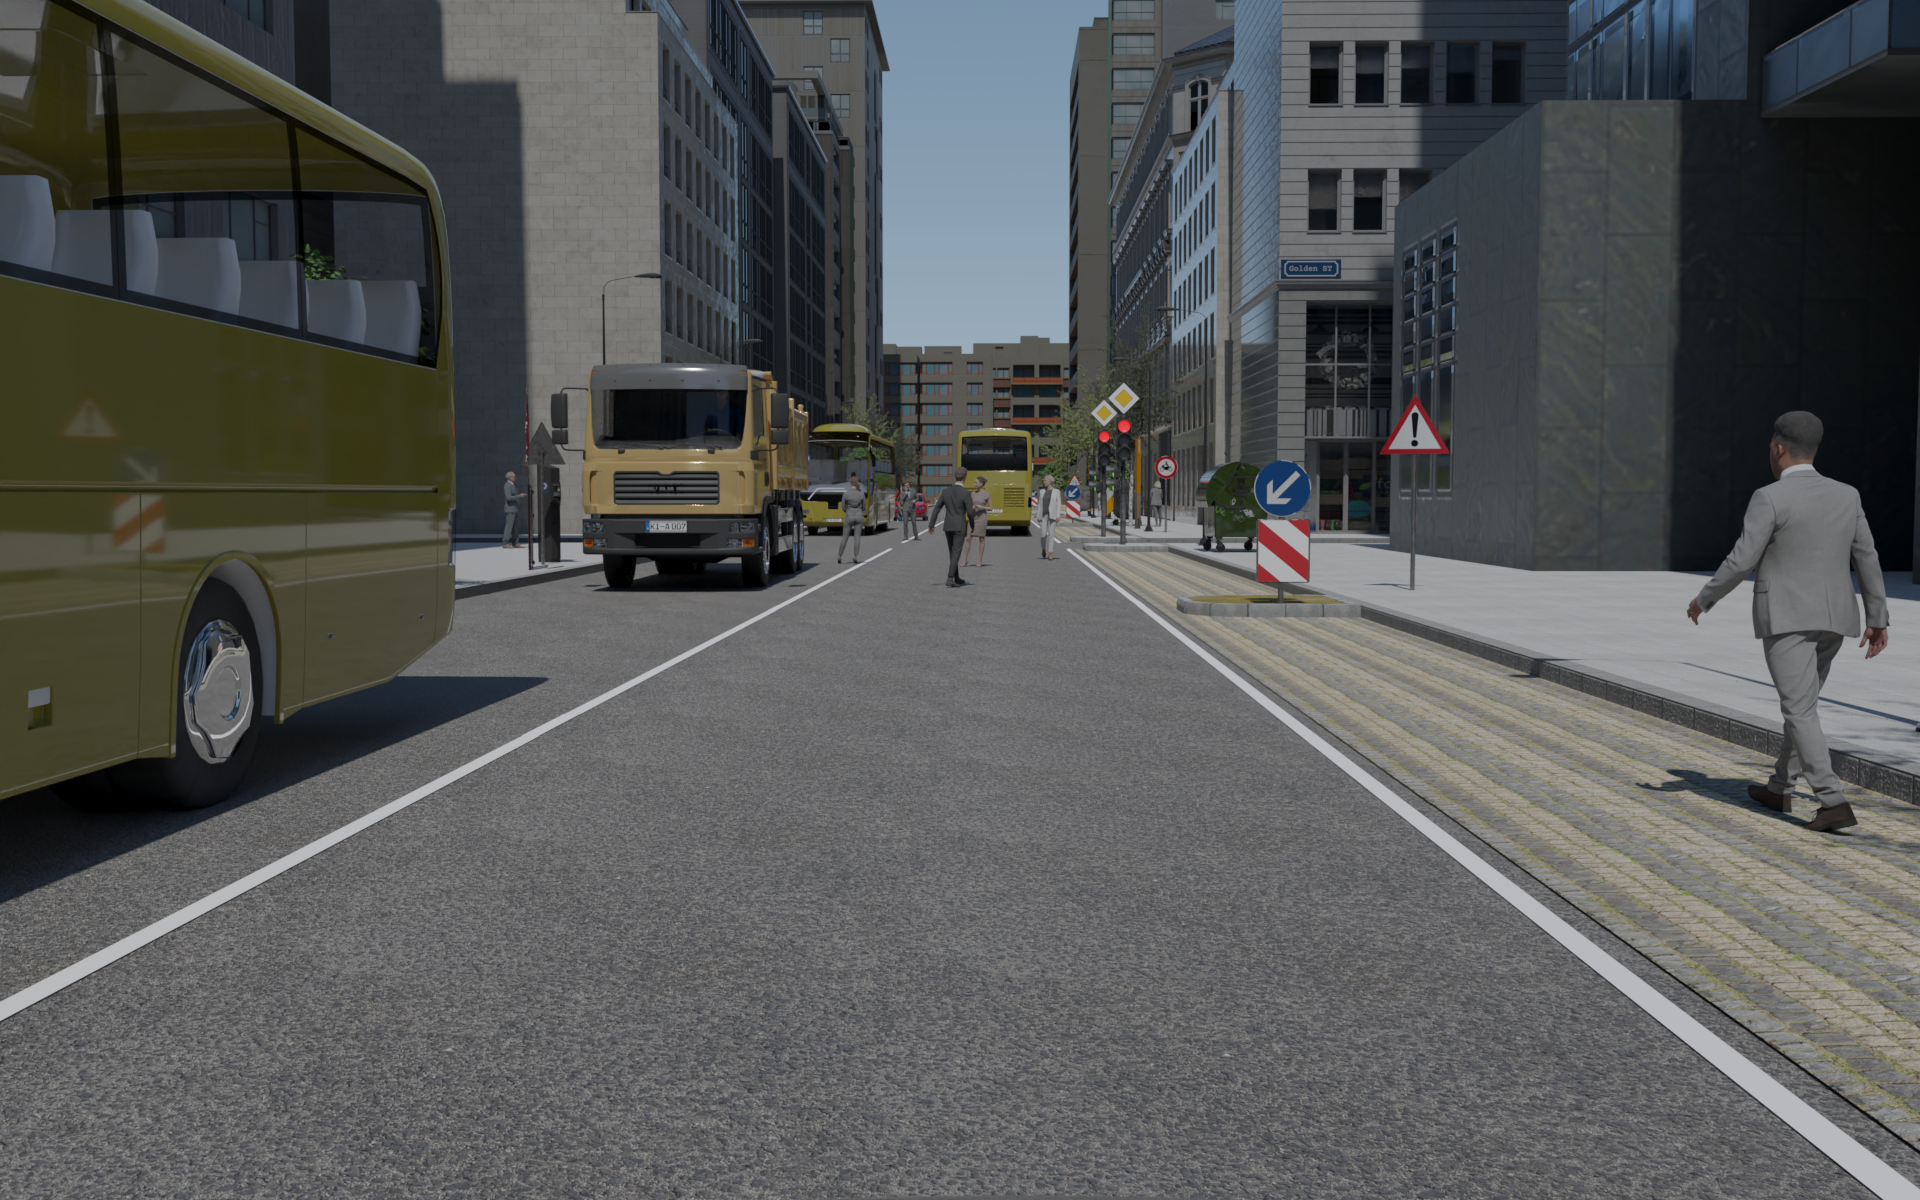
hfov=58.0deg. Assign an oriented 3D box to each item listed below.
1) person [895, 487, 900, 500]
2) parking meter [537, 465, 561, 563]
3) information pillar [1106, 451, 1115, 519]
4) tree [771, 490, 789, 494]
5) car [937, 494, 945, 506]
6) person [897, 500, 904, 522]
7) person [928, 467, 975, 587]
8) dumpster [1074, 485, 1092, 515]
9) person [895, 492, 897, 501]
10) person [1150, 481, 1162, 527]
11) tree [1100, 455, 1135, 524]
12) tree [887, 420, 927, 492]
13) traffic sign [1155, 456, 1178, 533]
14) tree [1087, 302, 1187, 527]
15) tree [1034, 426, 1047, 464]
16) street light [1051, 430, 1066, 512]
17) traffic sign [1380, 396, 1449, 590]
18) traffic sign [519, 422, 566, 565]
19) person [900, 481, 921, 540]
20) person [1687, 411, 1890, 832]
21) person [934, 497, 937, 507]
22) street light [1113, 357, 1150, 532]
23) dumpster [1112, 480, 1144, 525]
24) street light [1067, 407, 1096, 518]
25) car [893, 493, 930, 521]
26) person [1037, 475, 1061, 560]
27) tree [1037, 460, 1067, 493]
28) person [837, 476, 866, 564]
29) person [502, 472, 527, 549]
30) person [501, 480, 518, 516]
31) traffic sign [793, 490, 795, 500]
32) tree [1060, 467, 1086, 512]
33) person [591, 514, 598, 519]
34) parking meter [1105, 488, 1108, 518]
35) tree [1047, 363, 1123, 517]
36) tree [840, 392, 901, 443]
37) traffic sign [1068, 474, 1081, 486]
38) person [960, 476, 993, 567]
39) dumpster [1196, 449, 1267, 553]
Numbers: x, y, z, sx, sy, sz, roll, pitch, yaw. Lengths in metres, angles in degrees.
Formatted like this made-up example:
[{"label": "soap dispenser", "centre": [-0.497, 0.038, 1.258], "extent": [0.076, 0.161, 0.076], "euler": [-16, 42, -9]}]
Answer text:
[{"label": "person", "centre": [-5.109, -8.288, 141.494], "extent": [0.705, 1.831, 1.348], "euler": [1, 4, 10]}, {"label": "parking meter", "centre": [-7.709, -1.639, 32.506], "extent": [0.399, 1.863, 0.255], "euler": [2, 4, 28]}, {"label": "information pillar", "centre": [7.692, -5.936, 88.408], "extent": [0.183, 3.616, 0.504], "euler": [-3, 5, -42]}, {"label": "tree", "centre": [-6.942, -4.373, 66.098], "extent": [1.663, 3.219, 1.824], "euler": [0, 3, 0]}, {"label": "car", "centre": [-1.630, -10.696, 185.104], "extent": [2.015, 1.641, 3.980], "euler": [0, 4, 1]}, {"label": "person", "centre": [-2.808, -4.502, 87.605], "extent": [1.012, 1.151, 0.738], "euler": [-3, 5, -40]}, {"label": "person", "centre": [-0.041, -1.128, 26.725], "extent": [0.659, 1.850, 0.755], "euler": [2, 4, 32]}, {"label": "dumpster", "centre": [7.499, -6.182, 106.829], "extent": [1.264, 1.857, 1.865], "euler": [0, 4, 1]}, {"label": "person", "centre": [-6.596, -10.386, 175.955], "extent": [0.705, 1.812, 1.348], "euler": [3, 5, 41]}, {"label": "person", "centre": [7.665, -3.769, 67.847], "extent": [0.537, 1.800, 0.526], "euler": [0, 4, -8]}, {"label": "tree", "centre": [7.062, -4.956, 75.638], "extent": [1.663, 3.219, 1.824], "euler": [0, 3, 0]}, {"label": "tree", "centre": [-5.422, -13.830, 176.475], "extent": [4.360, 8.622, 3.978], "euler": [0, 3, 0]}, {"label": "traffic sign", "centre": [6.870, -3.525, 57.735], "extent": [0.768, 2.556, 0.104], "euler": [0, 4, 8]}, {"label": "tree", "centre": [6.691, -7.147, 67.219], "extent": [4.360, 8.622, 3.978], "euler": [0, 3, 0]}, {"label": "tree", "centre": [8.134, -11.231, 133.993], "extent": [4.737, 8.622, 4.395], "euler": [0, 3, 0]}, {"label": "street light", "centre": [7.325, -9.411, 126.405], "extent": [1.470, 5.913, 1.316], "euler": [0, 4, 1]}, {"label": "traffic sign", "centre": [6.030, -1.408, 23.021], "extent": [0.884, 2.594, 0.081], "euler": [1, 4, 11]}, {"label": "traffic sign", "centre": [-7.567, -1.918, 31.363], "extent": [0.884, 2.594, 0.081], "euler": [1, 4, 9]}, {"label": "person", "centre": [-1.527, -2.759, 53.421], "extent": [0.655, 1.846, 0.447], "euler": [-1, 4, -9]}, {"label": "person", "centre": [3.649, 0.076, 7.533], "extent": [0.678, 1.792, 0.850], "euler": [-1, 4, -12]}, {"label": "person", "centre": [-1.551, -6.327, 116.953], "extent": [0.505, 1.210, 0.382], "euler": [3, 4, 38]}, {"label": "street light", "centre": [5.908, -5.289, 59.014], "extent": [1.470, 5.913, 1.316], "euler": [0, 4, 1]}, {"label": "dumpster", "centre": [6.939, -4.019, 71.469], "extent": [1.264, 1.857, 1.865], "euler": [0, 4, 1]}, {"label": "street light", "centre": [6.621, -7.351, 92.722], "extent": [1.470, 5.913, 1.316], "euler": [0, 4, 1]}, {"label": "car", "centre": [-2.653, -5.174, 93.632], "extent": [2.155, 1.783, 4.494], "euler": [0, 4, 1]}, {"label": "person", "centre": [1.931, -1.793, 37.696], "extent": [0.514, 1.842, 0.818], "euler": [0, 4, 0]}, {"label": "tree", "centre": [8.759, -10.709, 158.812], "extent": [4.285, 4.588, 4.351], "euler": [0, 3, 0]}, {"label": "person", "centre": [-2.225, -1.637, 35.535], "extent": [0.520, 1.790, 0.573], "euler": [-2, 4, -24]}, {"label": "person", "centre": [-10.496, -2.118, 40.841], "extent": [0.590, 1.801, 0.661], "euler": [-1, 4, -8]}, {"label": "person", "centre": [-13.420, -2.797, 51.875], "extent": [0.616, 1.811, 0.778], "euler": [-3, 5, -42]}, {"label": "traffic sign", "centre": [-6.967, -4.448, 72.824], "extent": [0.768, 2.556, 0.104], "euler": [0, 4, 5]}, {"label": "tree", "centre": [8.268, -7.891, 123.621], "extent": [1.663, 3.219, 1.824], "euler": [0, 3, 0]}, {"label": "person", "centre": [-8.796, -2.202, 41.413], "extent": [0.474, 1.900, 0.648], "euler": [0, 4, -7]}, {"label": "parking meter", "centre": [7.831, -5.348, 93.155], "extent": [0.399, 1.863, 0.255], "euler": [-3, 5, -41]}, {"label": "tree", "centre": [7.535, -8.934, 96.430], "extent": [4.737, 8.622, 4.395], "euler": [0, 3, 0]}, {"label": "tree", "centre": [-6.628, -10.619, 123.984], "extent": [4.737, 8.622, 4.395], "euler": [0, 3, 0]}, {"label": "traffic sign", "centre": [7.369, -6.811, 111.356], "extent": [0.884, 2.594, 0.081], "euler": [0, 4, 2]}, {"label": "person", "centre": [0.318, -1.536, 33.956], "extent": [0.599, 1.781, 0.374], "euler": [2, 4, 23]}, {"label": "dumpster", "centre": [6.118, -2.206, 38.569], "extent": [1.502, 2.255, 1.985], "euler": [0, 4, 1]}]
